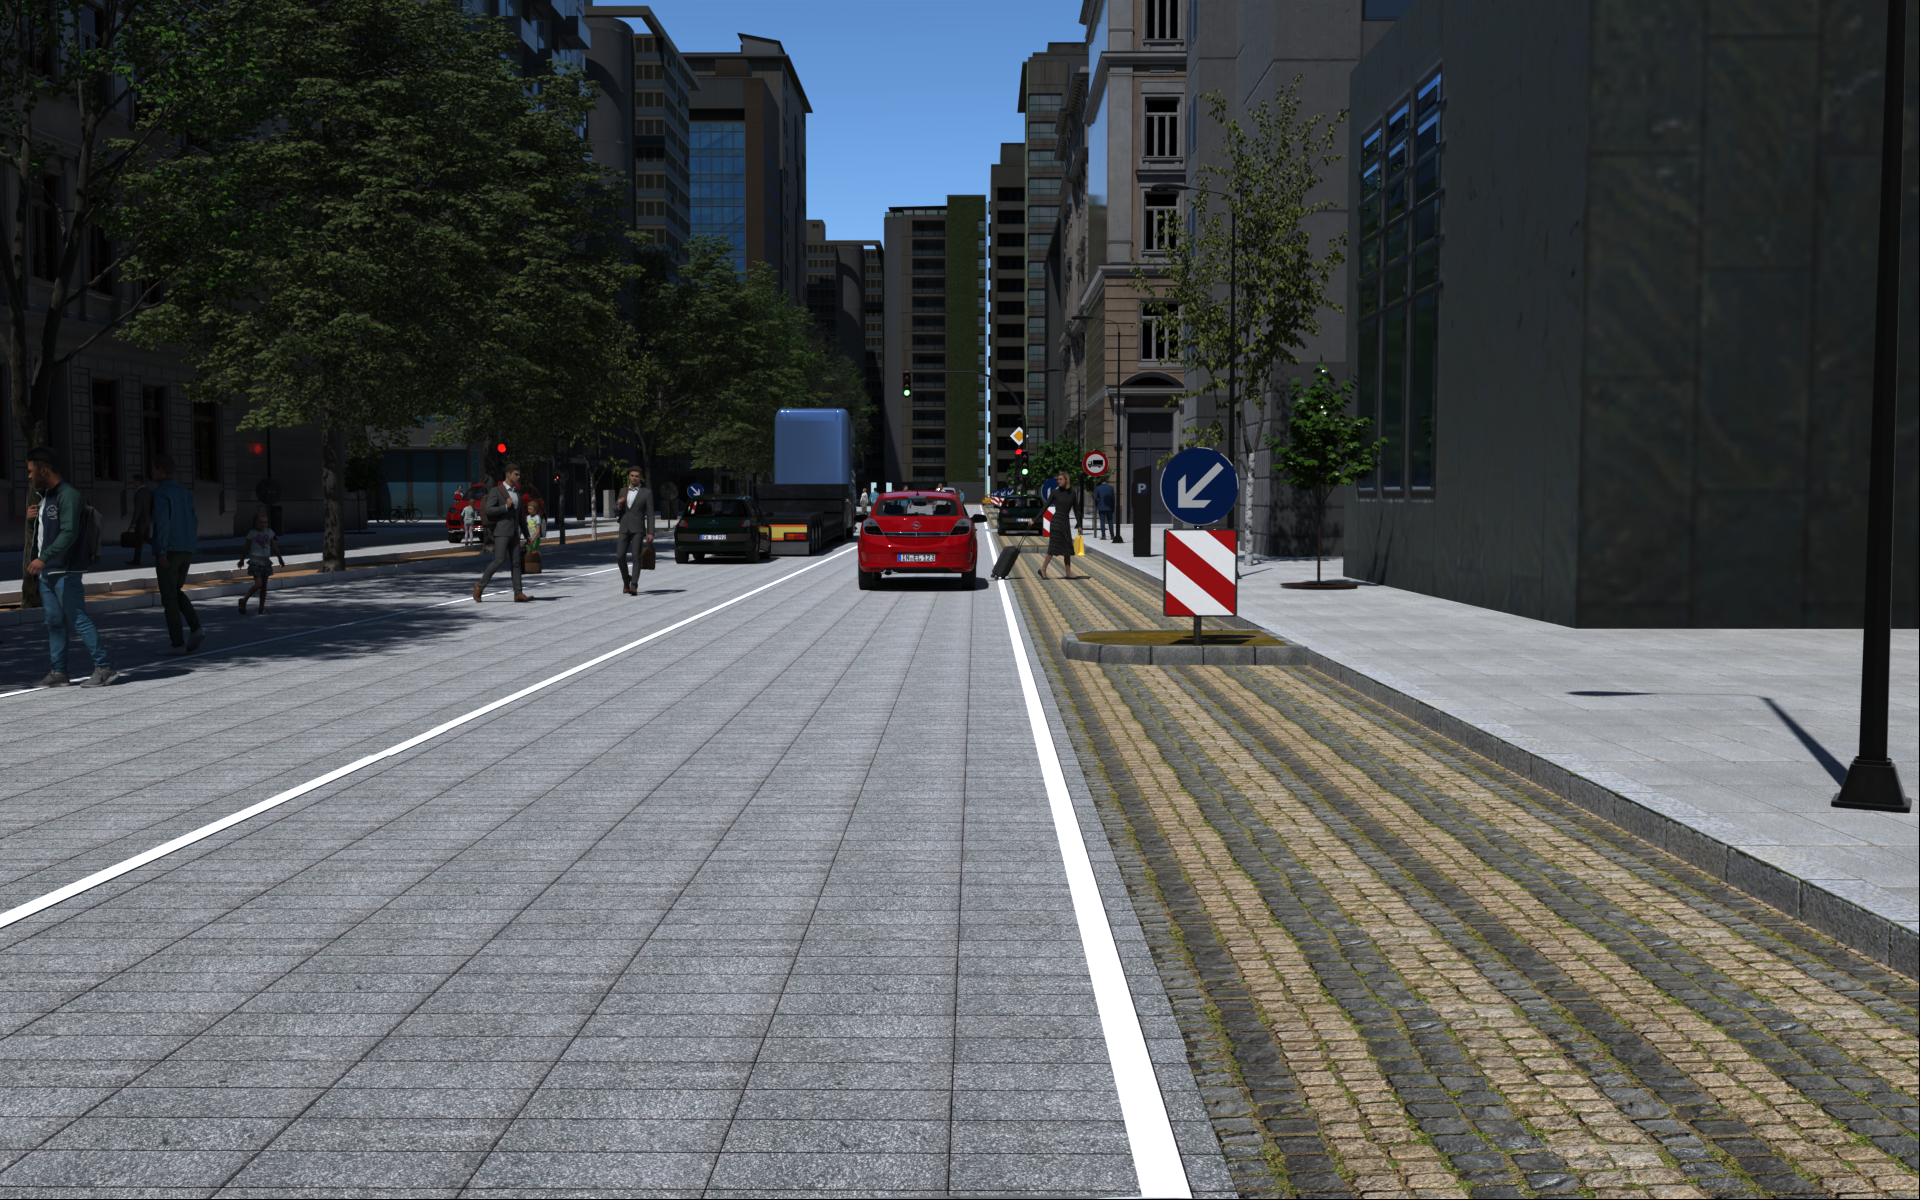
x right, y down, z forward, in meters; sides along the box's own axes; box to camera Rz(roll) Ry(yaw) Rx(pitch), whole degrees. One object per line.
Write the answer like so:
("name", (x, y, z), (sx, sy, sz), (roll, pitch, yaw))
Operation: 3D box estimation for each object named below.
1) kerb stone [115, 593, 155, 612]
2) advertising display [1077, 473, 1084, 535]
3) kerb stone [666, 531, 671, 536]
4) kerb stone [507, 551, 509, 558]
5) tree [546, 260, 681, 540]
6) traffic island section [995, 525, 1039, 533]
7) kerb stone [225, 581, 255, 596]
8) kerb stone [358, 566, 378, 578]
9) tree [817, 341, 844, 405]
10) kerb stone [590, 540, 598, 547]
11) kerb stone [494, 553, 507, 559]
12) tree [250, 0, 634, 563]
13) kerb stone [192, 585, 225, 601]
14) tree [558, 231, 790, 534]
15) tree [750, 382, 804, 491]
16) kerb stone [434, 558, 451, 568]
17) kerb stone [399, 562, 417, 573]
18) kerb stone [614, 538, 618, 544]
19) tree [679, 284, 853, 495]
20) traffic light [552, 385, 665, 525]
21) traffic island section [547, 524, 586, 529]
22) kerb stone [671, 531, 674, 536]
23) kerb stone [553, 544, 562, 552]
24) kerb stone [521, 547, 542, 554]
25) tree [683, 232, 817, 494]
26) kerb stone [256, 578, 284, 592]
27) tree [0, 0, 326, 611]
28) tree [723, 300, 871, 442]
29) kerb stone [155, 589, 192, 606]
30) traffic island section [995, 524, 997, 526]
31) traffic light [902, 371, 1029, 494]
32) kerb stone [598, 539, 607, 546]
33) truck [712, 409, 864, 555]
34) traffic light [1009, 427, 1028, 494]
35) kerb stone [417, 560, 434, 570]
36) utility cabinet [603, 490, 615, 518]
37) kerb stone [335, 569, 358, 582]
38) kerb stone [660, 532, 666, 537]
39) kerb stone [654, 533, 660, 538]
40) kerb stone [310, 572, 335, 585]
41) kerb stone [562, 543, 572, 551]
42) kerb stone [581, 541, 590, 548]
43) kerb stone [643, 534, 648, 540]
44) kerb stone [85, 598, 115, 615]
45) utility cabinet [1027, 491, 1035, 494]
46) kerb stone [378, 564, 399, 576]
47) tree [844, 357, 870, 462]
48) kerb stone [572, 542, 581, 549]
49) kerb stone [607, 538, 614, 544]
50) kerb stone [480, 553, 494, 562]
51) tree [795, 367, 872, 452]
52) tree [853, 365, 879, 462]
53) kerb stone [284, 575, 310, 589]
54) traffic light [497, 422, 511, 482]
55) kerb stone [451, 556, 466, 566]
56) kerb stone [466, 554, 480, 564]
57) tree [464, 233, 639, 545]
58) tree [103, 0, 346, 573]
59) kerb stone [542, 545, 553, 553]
("kerb stone", (-10.358, 0.038, 21.576), (0.120, 0.150, 1.000), (0, 4, 1))
("advertising display", (3.805, -3.027, 54.706), (0.123, 1.923, 0.974), (0, 4, -2))
("kerb stone", (-9.988, -2.218, 58.468), (0.120, 0.150, 1.000), (0, 4, 1))
("kerb stone", (-10.183, -1.028, 39.006), (0.120, 0.150, 1.000), (0, 4, 1))
("tree", (-11.256, -6.126, 52.986), (4.737, 8.622, 4.395), (0, 3, 0))
("traffic island section", (2.402, -2.565, 64.222), (2.009, 0.180, 2.903), (0, 4, 1))
("kerb stone", (-10.331, -0.146, 24.646), (0.120, 0.150, 1.000), (0, 4, 1))
("kerb stone", (-10.277, -0.460, 29.778), (0.120, 0.150, 1.000), (0, 4, 1))
("tree", (-10.556, -10.533, 92.804), (7.486, 12.596, 7.792), (0, 3, 0))
("kerb stone", (-10.097, -1.523, 47.203), (0.120, 0.150, 1.000), (0, 4, 1))
("kerb stone", (-10.182, -0.962, 37.975), (0.120, 0.150, 1.000), (0, 4, 1))
("tree", (-11.199, -7.370, 41.087), (7.486, 12.596, 7.792), (0, 3, 0))
("kerb stone", (-10.336, -0.083, 23.621), (0.120, 0.150, 1.000), (0, 4, 1))
("tree", (-10.646, -7.519, 59.802), (8.767, 10.594, 7.601), (0, 4, 1))
("tree", (-10.550, -9.007, 100.088), (4.360, 8.622, 3.978), (0, 3, 0))
("kerb stone", (-10.230, -0.714, 33.884), (0.120, 0.150, 1.000), (0, 4, 1))
("kerb stone", (-10.247, -0.583, 31.834), (0.120, 0.150, 1.000), (0, 4, 1))
("kerb stone", (-10.061, -1.714, 50.272), (0.120, 0.150, 1.000), (0, 4, 1))
("tree", (-10.515, -9.531, 84.041), (9.928, 11.665, 9.643), (0, 3, 0))
("traffic light", (-14.726, -5.970, 72.284), (4.771, 5.953, 1.251), (0, 4, 1))
("traffic island section", (-16.858, -3.066, 72.404), (2.009, 0.180, 2.903), (0, 4, 1))
("kerb stone", (-9.974, -2.281, 59.494), (0.120, 0.150, 1.000), (0, 4, 1))
("kerb stone", (-10.143, -1.279, 43.110), (0.120, 0.150, 1.000), (0, 4, 1))
("kerb stone", (-10.155, -1.154, 41.059), (0.120, 0.150, 1.000), (0, 4, 1))
("tree", (-10.594, -9.449, 75.076), (7.486, 12.596, 7.792), (0, 3, 0))
("kerb stone", (-10.322, -0.212, 25.668), (0.120, 0.150, 1.000), (0, 4, 1))
("tree", (-11.418, -5.685, 21.170), (9.928, 11.665, 9.643), (0, 3, 0))
("tree", (-10.659, -11.950, 108.210), (12.009, 13.543, 11.850), (0, 3, 0))
("kerb stone", (-10.341, -0.025, 22.598), (0.120, 0.150, 1.000), (0, 4, 1))
("traffic island section", (2.482, -3.054, 72.207), (2.009, 0.180, 2.903), (0, 4, 1))
("traffic light", (0.270, -5.463, 63.988), (4.771, 5.953, 1.251), (0, 4, 1))
("kerb stone", (-10.081, -1.592, 48.228), (0.120, 0.150, 1.000), (0, 4, 1))
("truck", (-4.640, -3.611, 48.797), (2.967, 4.110, 18.799), (0, 3, 0))
("traffic light", (2.442, -5.087, 72.093), (0.839, 4.253, 0.868), (0, 4, 1))
("kerb stone", (-10.239, -0.652, 32.862), (0.120, 0.150, 1.000), (0, 4, 1))
("utility cabinet", (-18.510, -5.055, 91.334), (0.318, 1.500, 1.173), (0, 4, 4))
("kerb stone", (-10.280, -0.400, 28.742), (0.120, 0.150, 1.000), (0, 4, 1))
("kerb stone", (-9.996, -2.149, 57.440), (0.120, 0.150, 1.000), (0, 4, 1))
("kerb stone", (-10.011, -2.091, 56.410), (0.120, 0.150, 1.000), (0, 4, 1))
("kerb stone", (-10.296, -0.337, 27.711), (0.120, 0.150, 1.000), (0, 4, 1))
("kerb stone", (-10.125, -1.338, 44.132), (0.120, 0.150, 1.000), (0, 4, 1))
("kerb stone", (-10.100, -1.467, 46.181), (0.120, 0.150, 1.000), (0, 4, 1))
("kerb stone", (-10.018, -2.030, 55.388), (0.120, 0.150, 1.000), (0, 4, 1))
("kerb stone", (-10.364, 0.100, 20.555), (0.120, 0.150, 1.000), (0, 4, 1))
("utility cabinet", (4.558, -6.390, 113.162), (0.318, 1.500, 1.173), (-1, 4, -16))
("kerb stone", (-10.260, -0.526, 30.804), (0.120, 0.150, 1.000), (0, 4, 1))
("tree", (-10.461, -12.549, 125.753), (7.486, 12.596, 7.792), (0, 3, 0))
("kerb stone", (-10.118, -1.404, 45.153), (0.120, 0.150, 1.000), (0, 4, 1))
("kerb stone", (-10.085, -1.655, 49.250), (0.120, 0.150, 1.000), (0, 4, 1))
("kerb stone", (-10.201, -0.898, 36.952), (0.120, 0.150, 1.000), (0, 4, 1))
("tree", (-10.131, -11.089, 118.181), (8.767, 10.594, 7.601), (0, 4, 1))
("tree", (-10.093, -12.621, 134.569), (9.928, 11.665, 9.643), (0, 3, 0))
("kerb stone", (-10.304, -0.270, 26.690), (0.120, 0.150, 1.000), (0, 4, 1))
("traffic light", (-16.898, -4.609, 64.285), (0.839, 4.253, 0.868), (0, 4, 1))
("kerb stone", (-10.211, -0.776, 34.908), (0.120, 0.150, 1.000), (0, 4, 1))
("kerb stone", (-10.213, -0.837, 35.930), (0.120, 0.150, 1.000), (0, 4, 1))
("tree", (-10.884, -5.781, 47.342), (4.360, 8.622, 3.978), (0, 3, 0))
("tree", (-11.440, -6.777, 31.393), (7.486, 12.596, 7.792), (0, 3, 0))
("kerb stone", (-10.145, -1.214, 42.081), (0.120, 0.150, 1.000), (0, 4, 1))
